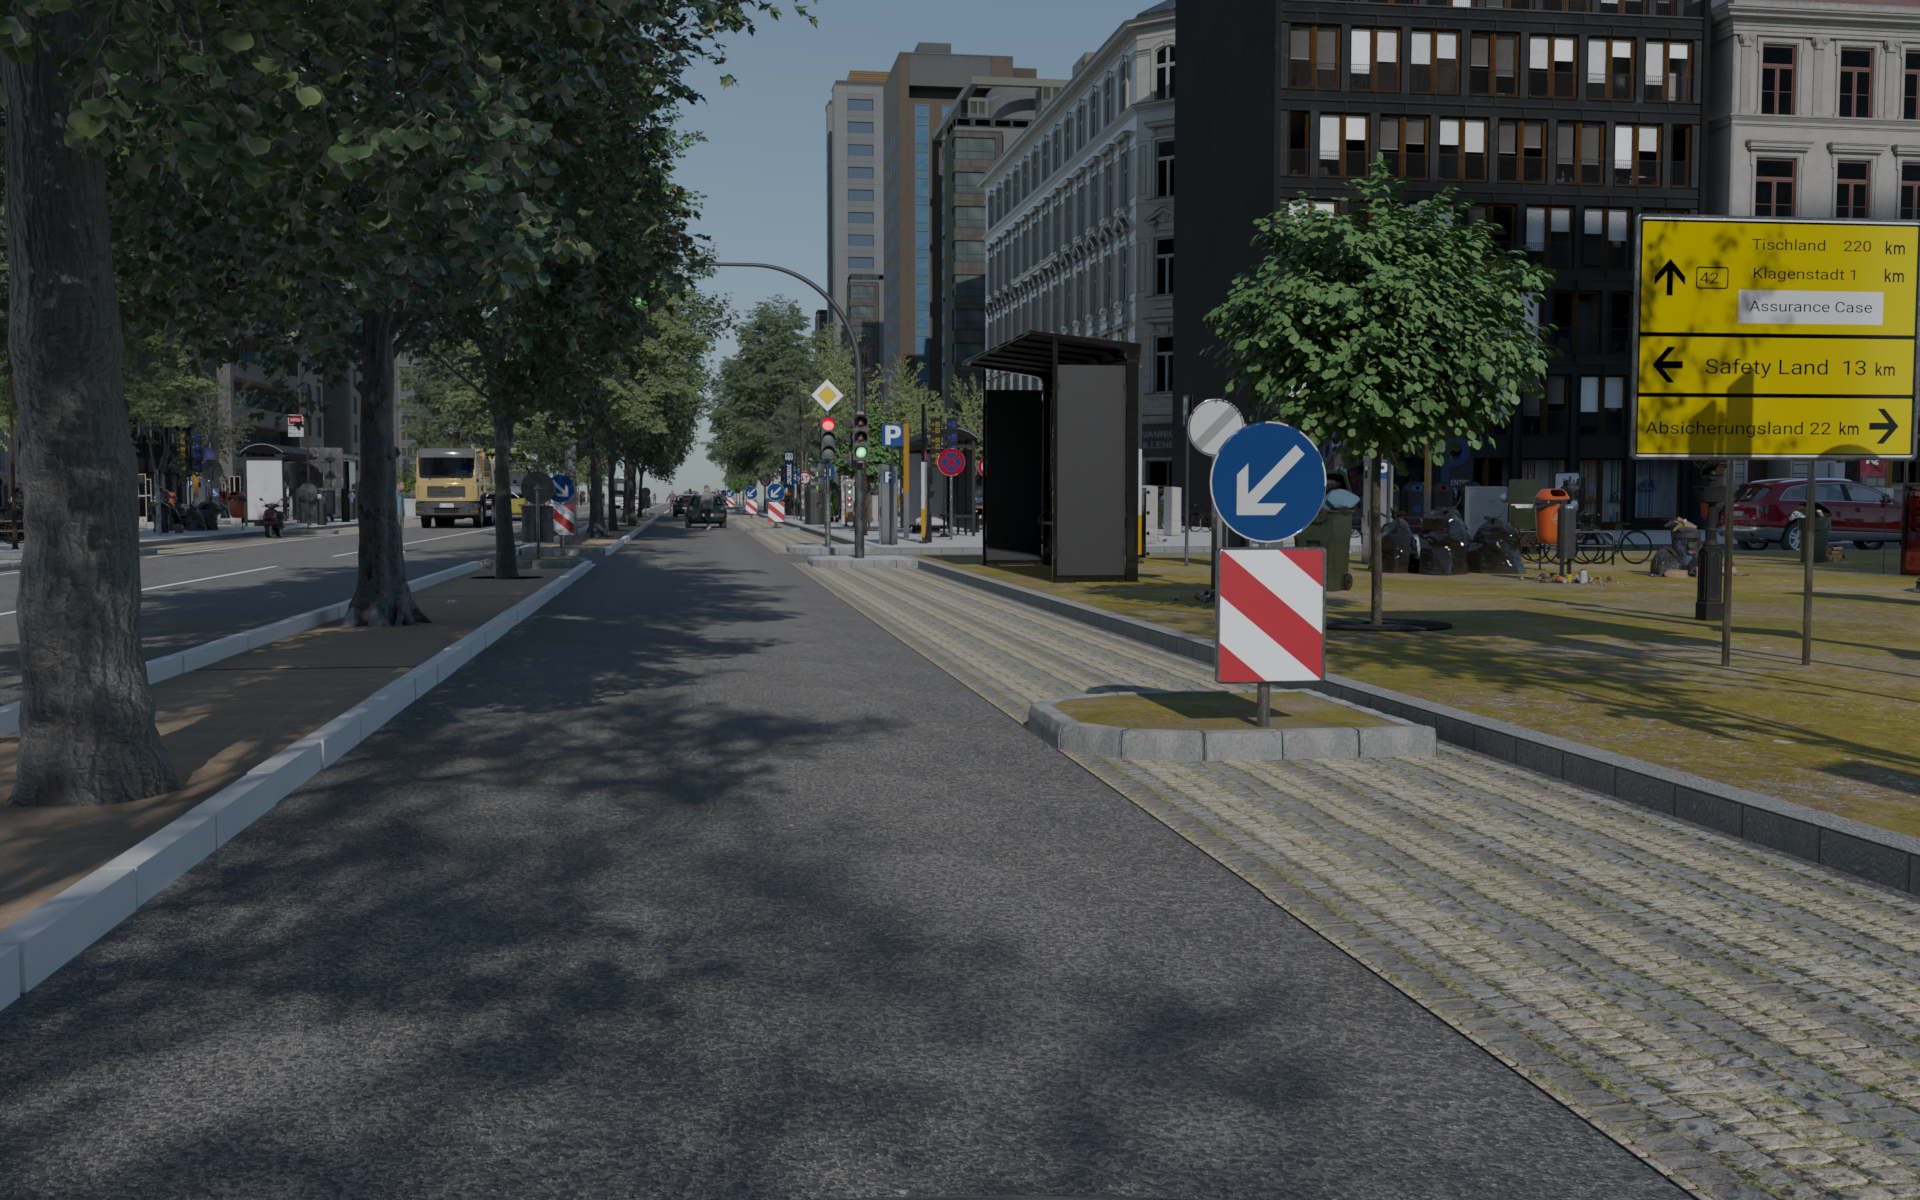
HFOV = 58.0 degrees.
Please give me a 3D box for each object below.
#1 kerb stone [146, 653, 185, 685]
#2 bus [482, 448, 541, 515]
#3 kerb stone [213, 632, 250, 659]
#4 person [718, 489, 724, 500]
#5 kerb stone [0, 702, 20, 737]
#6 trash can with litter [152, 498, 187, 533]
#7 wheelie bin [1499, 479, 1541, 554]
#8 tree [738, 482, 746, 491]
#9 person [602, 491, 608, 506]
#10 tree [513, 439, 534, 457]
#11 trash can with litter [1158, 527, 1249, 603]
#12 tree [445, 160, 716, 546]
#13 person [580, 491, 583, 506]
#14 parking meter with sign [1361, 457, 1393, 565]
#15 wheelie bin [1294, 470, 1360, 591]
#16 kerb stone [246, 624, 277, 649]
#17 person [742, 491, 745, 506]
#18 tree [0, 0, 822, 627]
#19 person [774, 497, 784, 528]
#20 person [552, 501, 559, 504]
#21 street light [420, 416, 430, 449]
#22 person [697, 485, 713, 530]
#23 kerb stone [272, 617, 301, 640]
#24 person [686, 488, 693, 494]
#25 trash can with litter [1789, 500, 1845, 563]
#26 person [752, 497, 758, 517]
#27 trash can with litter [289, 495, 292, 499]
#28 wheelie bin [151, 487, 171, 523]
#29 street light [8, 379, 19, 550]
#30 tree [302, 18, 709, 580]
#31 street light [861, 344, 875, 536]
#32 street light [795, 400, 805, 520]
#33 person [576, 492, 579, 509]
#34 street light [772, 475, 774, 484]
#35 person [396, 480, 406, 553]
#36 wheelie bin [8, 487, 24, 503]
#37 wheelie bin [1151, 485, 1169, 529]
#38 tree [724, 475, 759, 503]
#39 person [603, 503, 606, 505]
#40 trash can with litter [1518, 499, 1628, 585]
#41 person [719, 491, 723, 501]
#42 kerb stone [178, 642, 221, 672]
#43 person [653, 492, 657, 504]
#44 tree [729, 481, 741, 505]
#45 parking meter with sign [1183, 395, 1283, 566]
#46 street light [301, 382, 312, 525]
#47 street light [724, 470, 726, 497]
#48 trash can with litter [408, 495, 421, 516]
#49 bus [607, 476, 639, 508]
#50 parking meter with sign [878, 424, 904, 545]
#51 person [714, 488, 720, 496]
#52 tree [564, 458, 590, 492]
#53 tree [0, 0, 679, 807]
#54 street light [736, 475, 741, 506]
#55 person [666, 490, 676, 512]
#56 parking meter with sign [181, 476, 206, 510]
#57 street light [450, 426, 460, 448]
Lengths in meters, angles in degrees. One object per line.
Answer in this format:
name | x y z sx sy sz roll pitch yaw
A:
kerb stone | -6.160 0.547 13.252 0.120 0.150 1.000 -1 4 -9
bus | -24.795 -6.361 95.549 2.896 3.916 12.252 -1 4 -10
kerb stone | -6.479 0.424 15.285 0.120 0.150 1.000 -1 4 -9
person | -22.293 -9.249 159.359 1.348 1.869 0.705 -3 5 -40
kerb stone | -5.688 0.733 10.218 0.120 0.150 1.000 -1 4 -9
trash can with litter | -26.004 -2.788 56.964 1.055 1.170 0.624 -1 4 -20
wheelie bin | 12.028 -1.780 37.014 0.980 1.594 0.693 1 4 15
tree | -21.581 -14.105 180.975 4.360 8.622 3.978 0 3 0
person | -43.344 -12.364 210.670 0.705 1.822 1.348 2 4 34
tree | -39.737 -12.343 152.167 4.737 8.622 4.395 0 3 0
trash can with litter | 3.385 -0.602 20.896 1.678 1.210 2.233 0 4 -2
tree | -10.608 -7.751 47.307 7.486 12.596 7.792 0 3 0
person | -46.041 -12.366 210.643 0.705 1.831 1.348 -2 4 -25
parking meter with sign | 7.624 -2.154 31.480 0.543 3.016 1.738 0 4 2
wheelie bin | 4.838 -0.924 23.015 0.980 1.594 0.693 3 4 37
kerb stone | -6.633 0.363 16.303 0.120 0.150 1.000 -1 4 -9
person | -24.512 -11.450 195.726 0.705 1.822 1.348 0 4 -6
tree | -6.318 -6.058 18.507 9.611 12.733 9.660 0 3 0
person | -7.684 -3.965 73.514 0.466 1.800 0.511 0 4 2
person | -34.971 -8.504 150.767 0.991 1.433 0.599 -1 4 -13
street light | -31.703 -7.948 102.741 0.468 5.910 1.993 -1 4 -9
person | -10.112 -3.682 68.887 0.709 1.800 0.728 -2 4 -33
kerb stone | -6.787 0.302 17.314 0.120 0.150 1.000 -1 4 -9
person | -17.622 -6.381 113.031 0.606 1.804 0.583 0 4 -8
trash can with litter | 16.168 -1.298 32.615 1.055 1.170 0.624 -2 4 -34
person | -12.984 -6.124 109.631 0.522 1.701 0.512 -1 4 -12
trash can with litter | -40.984 -5.864 106.925 1.678 1.210 2.233 1 4 16
wheelie bin | -33.923 -4.016 73.577 0.693 1.594 0.980 -1 4 -14
street light | -21.870 -4.106 39.918 0.468 5.910 1.993 -1 4 -9
tree | -7.759 -6.159 28.909 9.928 11.665 9.643 0 3 0
street light | -2.922 -4.928 53.360 0.468 5.910 1.993 -1 4 -9
street light | -7.811 -6.854 84.843 0.468 5.910 1.993 -1 4 -9
person | -36.875 -9.561 166.284 0.415 1.643 0.593 3 5 42
street light | -12.563 -8.776 116.281 0.468 5.910 1.993 -1 4 -9
person | -13.692 -2.035 42.115 0.444 1.785 0.601 2 4 24
wheelie bin | -40.337 -4.053 74.178 0.693 1.594 0.980 -1 4 -19
wheelie bin | 7.281 -3.366 62.934 0.980 1.594 0.693 0 4 6
tree | -24.799 -13.336 201.762 4.285 4.588 4.351 0 3 0
person | -47.609 -13.639 231.513 0.705 1.822 1.348 2 4 35
trash can with litter | 9.121 -0.884 25.512 1.678 1.210 2.233 2 4 31
person | -19.813 -8.207 143.600 0.530 1.710 0.541 1 4 18
kerb stone | -6.309 0.485 14.271 0.120 0.150 1.000 -1 4 -9
person | -43.658 -14.601 247.759 0.617 1.759 0.750 -1 4 -21
tree | -26.435 -12.928 205.974 1.663 3.219 1.824 0 3 0
parking meter with sign | 4.858 -2.111 30.780 1.738 3.016 0.543 0 4 -2
street light | -26.850 -6.026 71.320 0.468 5.910 1.993 -1 4 -9
street light | -37.179 -18.448 274.414 0.468 5.910 1.993 -1 4 -9
trash can with litter | -32.179 -5.467 100.446 2.233 1.210 1.678 -2 4 -33
bus | -33.237 -10.832 171.956 2.948 3.499 13.247 -1 4 -9
parking meter with sign | -1.809 -2.925 44.086 0.543 3.016 1.738 -1 4 -9
person | -14.317 -5.677 101.740 0.576 1.772 0.534 0 4 -7
tree | -52.921 -17.657 239.053 4.737 8.622 4.395 0 3 0
tree | -4.060 -6.028 7.668 9.857 13.997 8.962 0 3 0
street light | -27.116 -14.517 210.138 0.468 5.910 1.993 -1 4 -9
person | -22.605 -7.761 135.940 0.990 1.755 0.434 -1 4 -15
parking meter with sign | -32.629 -4.750 73.926 0.543 3.016 1.738 1 4 22
street light | -33.748 -8.743 115.743 0.468 5.910 1.993 -1 4 -9
